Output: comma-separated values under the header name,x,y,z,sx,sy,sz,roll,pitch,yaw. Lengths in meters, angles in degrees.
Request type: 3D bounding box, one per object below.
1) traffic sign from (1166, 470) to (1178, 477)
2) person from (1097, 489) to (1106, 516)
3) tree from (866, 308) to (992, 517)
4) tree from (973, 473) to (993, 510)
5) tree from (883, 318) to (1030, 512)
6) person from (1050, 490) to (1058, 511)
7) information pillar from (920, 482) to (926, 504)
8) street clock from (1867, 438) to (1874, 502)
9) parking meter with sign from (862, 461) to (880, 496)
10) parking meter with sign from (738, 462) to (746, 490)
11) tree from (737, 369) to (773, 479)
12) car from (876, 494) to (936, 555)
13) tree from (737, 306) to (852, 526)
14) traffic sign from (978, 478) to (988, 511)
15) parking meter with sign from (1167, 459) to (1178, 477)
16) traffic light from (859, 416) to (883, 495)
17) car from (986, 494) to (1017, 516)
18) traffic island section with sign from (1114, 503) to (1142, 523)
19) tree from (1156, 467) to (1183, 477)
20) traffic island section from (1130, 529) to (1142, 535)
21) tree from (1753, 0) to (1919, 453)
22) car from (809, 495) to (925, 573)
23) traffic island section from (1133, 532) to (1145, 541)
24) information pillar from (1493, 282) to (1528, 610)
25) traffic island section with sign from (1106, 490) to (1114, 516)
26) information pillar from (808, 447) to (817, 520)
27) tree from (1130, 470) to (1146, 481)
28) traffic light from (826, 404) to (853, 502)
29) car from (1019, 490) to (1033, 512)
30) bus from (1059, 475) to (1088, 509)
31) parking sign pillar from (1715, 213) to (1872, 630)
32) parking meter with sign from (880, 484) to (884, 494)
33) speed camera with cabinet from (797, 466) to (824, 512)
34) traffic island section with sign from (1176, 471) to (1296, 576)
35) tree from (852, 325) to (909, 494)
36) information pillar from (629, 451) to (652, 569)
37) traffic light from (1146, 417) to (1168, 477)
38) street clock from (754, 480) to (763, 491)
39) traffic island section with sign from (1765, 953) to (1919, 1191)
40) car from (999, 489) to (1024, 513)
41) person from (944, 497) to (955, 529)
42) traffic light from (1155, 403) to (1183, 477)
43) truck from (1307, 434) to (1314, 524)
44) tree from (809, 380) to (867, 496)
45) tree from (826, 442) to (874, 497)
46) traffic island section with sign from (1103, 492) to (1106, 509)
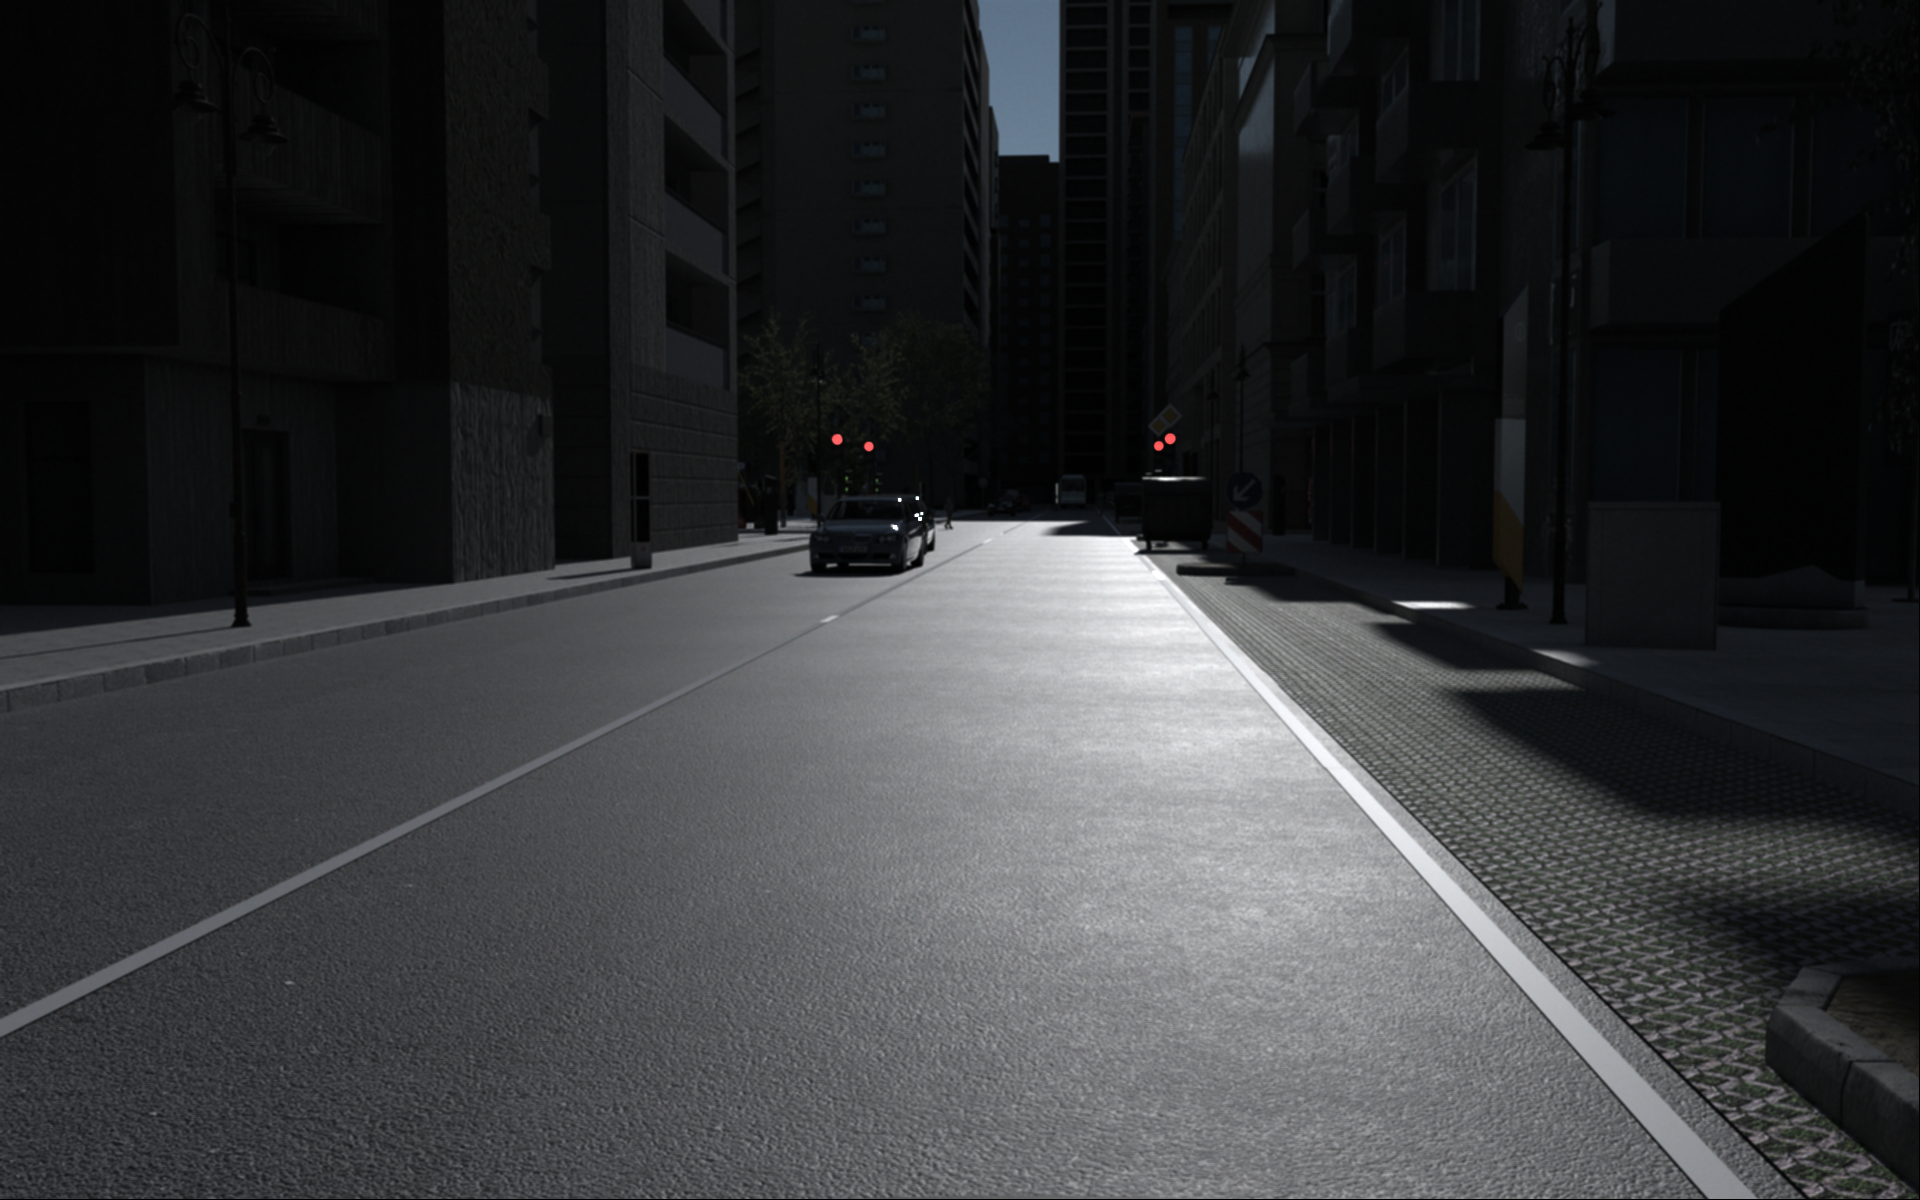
name,x,y,z,sx,sy,sz,roll,pitch,yaw
traffic sign,10.555,-5.312,86.959,0.768,2.556,0.104,1,4,10
person,9.264,-6.403,113.442,0.600,1.795,0.529,1,4,13
tree,-1.768,-10.514,97.652,9.928,11.665,9.643,0,3,0
tree,2.092,-9.108,143.518,1.663,3.219,1.824,0,3,0
tree,-0.519,-12.947,122.059,12.009,13.543,11.850,0,3,0
person,7.958,-8.363,145.685,0.683,1.767,0.568,-3,5,-39
information pillar,-2.314,-6.316,107.758,0.304,2.012,0.304,-1,4,-21
street clock,9.832,-0.885,19.034,0.358,2.002,0.471,2,4,23
parking meter with sign,-4.813,-5.716,89.716,0.543,3.016,1.738,1,4,17
parking meter with sign,-11.832,-5.964,93.765,0.543,3.016,1.738,-1,4,-9
tree,-12.665,-9.041,98.181,4.737,8.622,4.395,0,3,0
car,-1.622,-1.882,42.568,2.131,1.459,4.920,0,4,3
tree,-6.763,-7.238,68.706,4.360,8.622,3.978,0,3,0
traffic sign,1.781,-8.226,134.597,0.768,2.556,0.104,1,4,14
parking meter with sign,10.331,-5.373,84.110,0.543,3.016,1.738,0,4,5
traffic light,-3.217,-4.481,62.190,0.839,4.253,0.868,0,4,4
car,2.715,-6.258,112.110,2.009,1.686,4.222,0,4,4
traffic island section with sign,8.836,-4.761,86.478,1.989,1.847,2.006,0,4,4
tree,11.813,-6.290,97.435,1.663,3.219,1.824,0,3,0
traffic island section,7.059,-2.405,61.595,2.009,0.180,2.903,0,4,4
tree,6.621,-3.706,10.950,4.360,8.622,3.978,0,3,0
car,-1.712,-1.295,33.178,2.014,1.417,4.499,0,4,5
traffic island section,6.494,-1.917,53.630,2.009,0.180,2.903,0,4,4
information pillar,6.087,-1.699,19.138,0.504,3.616,0.183,-3,5,-40
traffic island section with sign,10.741,-6.406,113.366,1.989,1.847,2.006,0,4,4
information pillar,-7.302,-5.783,85.899,0.504,3.616,0.183,1,4,22
tree,14.637,-8.796,138.421,1.663,3.219,1.824,0,3,0
traffic light,-3.782,-3.994,54.225,0.839,4.253,0.868,0,4,4
car,4.806,-8.021,140.191,2.155,1.783,4.494,0,4,2
bus,11.376,-10.934,173.625,2.948,3.499,13.247,0,4,4
parking sign pillar,8.129,-1.740,16.917,1.447,3.967,1.447,3,5,39
parking meter with sign,-6.161,-8.316,132.219,1.738,3.016,0.543,-1,4,-20
speed camera with cabinet,-10.652,-7.900,123.504,2.038,3.252,0.660,2,4,29
traffic island section with sign,4.899,-1.366,30.968,1.989,1.847,2.006,0,4,4
tree,-4.024,-7.683,75.974,4.360,8.622,3.978,0,3,0
information pillar,-5.502,-1.551,29.848,0.304,2.012,0.304,-2,4,-24
traffic light,7.020,-4.438,61.484,0.839,4.253,0.868,0,4,4
street clock,-10.442,-5.229,90.063,0.471,2.002,0.358,2,4,35
traffic island section with sign,2.978,0.296,3.791,1.989,1.847,2.006,0,4,4
car,3.805,-7.635,133.499,2.281,1.827,5.304,0,4,4
person,-0.429,-3.552,70.848,0.475,1.303,0.640,-3,5,-41
traffic light,6.455,-3.951,53.519,0.839,4.253,0.868,0,4,4
truck,16.625,-4.182,57.288,11.283,4.237,2.839,0,4,6
tree,-7.715,-9.782,110.290,4.737,8.622,4.395,0,3,0
tree,-4.012,-4.253,64.131,1.663,3.219,1.824,0,3,0
traffic island section with sign,16.235,-11.154,190.995,1.989,1.847,2.006,0,4,4
